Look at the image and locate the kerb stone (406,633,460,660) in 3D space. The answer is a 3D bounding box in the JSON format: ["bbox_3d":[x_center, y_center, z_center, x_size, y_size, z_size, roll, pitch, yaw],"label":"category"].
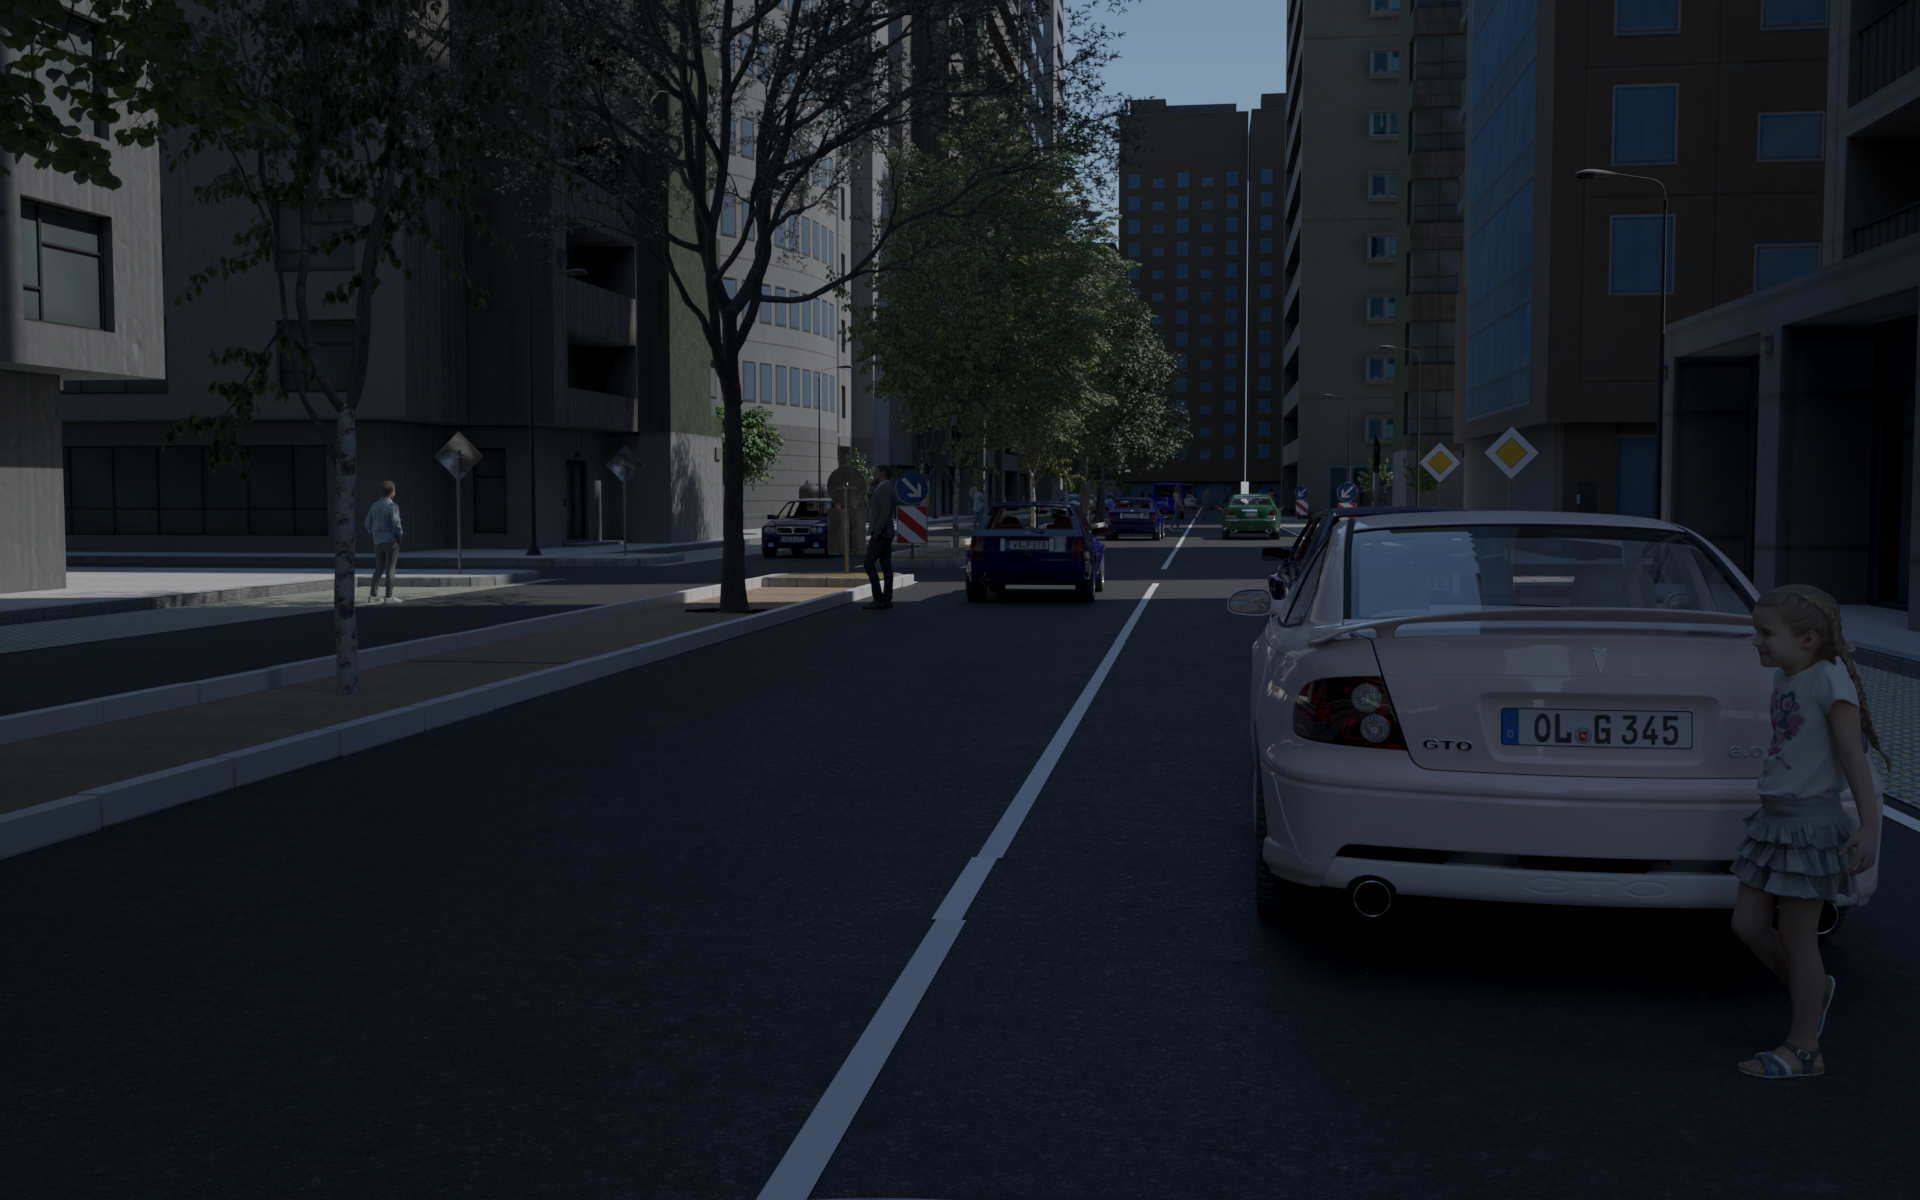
[{"bbox_3d":[-4.720,0.420,15.323,0.120,0.150,1.000,1,4,8],"label":"kerb stone"}]

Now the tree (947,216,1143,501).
[{"bbox_3d":[2.740,-8.177,61.910,9.928,11.665,9.643,0,3,0],"label":"tree"}]

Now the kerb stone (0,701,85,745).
[{"bbox_3d":[-5.442,0.732,10.252,0.120,0.150,1.000,1,4,8],"label":"kerb stone"}]

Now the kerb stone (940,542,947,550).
[{"bbox_3d":[-0.537,-1.347,44.253,0.120,0.150,1.000,1,4,8],"label":"kerb stone"}]

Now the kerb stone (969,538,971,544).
[{"bbox_3d":[0.196,-1.657,49.340,0.120,0.150,1.000,1,4,8],"label":"kerb stone"}]

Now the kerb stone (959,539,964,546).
[{"bbox_3d":[-0.099,-1.536,47.306,0.120,0.150,1.000,1,4,8],"label":"kerb stone"}]

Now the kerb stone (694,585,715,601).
[{"bbox_3d":[-3.544,-0.075,23.429,0.120,0.150,1.000,1,4,8],"label":"kerb stone"}]

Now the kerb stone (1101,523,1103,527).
[{"bbox_3d":[5.931,-3.194,74.418,0.120,0.150,1.000,1,4,8],"label":"kerb stone"}]

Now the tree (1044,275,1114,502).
[{"bbox_3d":[2.258,-6.121,52.897,4.737,8.622,4.395,0,3,0],"label":"tree"}]

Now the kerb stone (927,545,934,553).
[{"bbox_3d":[-0.832,-1.225,42.225,0.120,0.150,1.000,1,4,8],"label":"kerb stone"}]

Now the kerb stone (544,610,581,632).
[{"bbox_3d":[-4.277,0.235,18.357,0.120,0.150,1.000,1,4,8],"label":"kerb stone"}]

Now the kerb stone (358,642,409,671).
[{"bbox_3d":[-4.860,0.482,14.311,0.120,0.150,1.000,1,4,8],"label":"kerb stone"}]

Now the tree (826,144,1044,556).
[{"bbox_3d":[-0.745,-5.074,35.775,4.737,8.622,4.395,0,3,0],"label":"tree"}]

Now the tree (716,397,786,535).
[{"bbox_3d":[-7.160,-4.350,54.842,4.285,4.588,4.351,0,3,0],"label":"tree"}]

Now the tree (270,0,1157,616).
[{"bbox_3d":[-2.710,-6.573,20.302,12.009,13.543,11.850,0,3,0],"label":"tree"}]

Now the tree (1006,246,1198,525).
[{"bbox_3d":[5.615,-9.677,77.687,9.611,12.733,9.660,0,3,0],"label":"tree"}]

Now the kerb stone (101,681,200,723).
[{"bbox_3d":[-5.306,0.669,11.264,0.120,0.150,1.000,1,4,8],"label":"kerb stone"}]

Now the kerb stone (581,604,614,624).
[{"bbox_3d":[-4.126,0.173,19.370,0.120,0.150,1.000,1,4,8],"label":"kerb stone"}]

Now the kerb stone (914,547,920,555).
[{"bbox_3d":[-1.121,-1.101,40.197,0.120,0.150,1.000,1,4,8],"label":"kerb stone"}]

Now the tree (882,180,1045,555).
[{"bbox_3d":[-0.079,-5.355,40.367,4.360,8.622,3.978,0,3,0],"label":"tree"}]

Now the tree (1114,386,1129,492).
[{"bbox_3d":[4.387,-7.162,69.926,4.737,8.622,4.395,0,3,0],"label":"tree"}]

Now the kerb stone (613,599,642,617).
[{"bbox_3d":[-3.989,0.111,20.386,0.120,0.150,1.000,1,4,8],"label":"kerb stone"}]

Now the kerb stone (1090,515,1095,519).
[{"bbox_3d":[7.954,-4.949,103.125,0.120,0.150,1.000,1,4,8],"label":"kerb stone"}]

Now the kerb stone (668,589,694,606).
[{"bbox_3d":[-3.688,-0.014,22.417,0.120,0.150,1.000,1,4,8],"label":"kerb stone"}]

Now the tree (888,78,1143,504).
[{"bbox_3d":[0.986,-7.713,46.687,7.486,12.596,7.792,0,3,0],"label":"tree"}]

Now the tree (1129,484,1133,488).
[{"bbox_3d":[7.881,-8.679,94.727,4.737,8.622,4.395,0,3,0],"label":"tree"}]

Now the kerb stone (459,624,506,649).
[{"bbox_3d":[-4.569,0.364,16.335,0.120,0.150,1.000,1,4,8],"label":"kerb stone"}]

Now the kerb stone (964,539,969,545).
[{"bbox_3d":[0.050,-1.598,48.328,0.120,0.150,1.000,1,4,8],"label":"kerb stone"}]

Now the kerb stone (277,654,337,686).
[{"bbox_3d":[-5.000,0.545,13.292,0.120,0.150,1.000,1,4,8],"label":"kerb stone"}]

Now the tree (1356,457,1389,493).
[{"bbox_3d":[18.755,-5.133,78.531,1.663,3.219,1.824,0,3,0],"label":"tree"}]

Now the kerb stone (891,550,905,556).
[{"bbox_3d":[-1.419,-0.977,38.172,0.120,0.150,1.000,1,4,8],"label":"kerb stone"}]

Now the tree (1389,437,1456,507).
[{"bbox_3d":[15.871,-3.953,59.231,1.663,3.219,1.824,0,3,0],"label":"tree"}]

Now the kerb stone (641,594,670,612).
[{"bbox_3d":[-3.834,0.048,21.406,0.120,0.150,1.000,1,4,8],"label":"kerb stone"}]

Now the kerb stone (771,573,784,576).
[{"bbox_3d":[-2.959,-0.324,27.490,0.120,0.150,1.000,1,4,8],"label":"kerb stone"}]

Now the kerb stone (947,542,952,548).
[{"bbox_3d":[-0.397,-1.411,45.265,0.120,0.150,1.000,1,4,8],"label":"kerb stone"}]

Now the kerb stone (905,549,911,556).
[{"bbox_3d":[-1.277,-1.038,39.187,0.120,0.150,1.000,1,4,8],"label":"kerb stone"}]

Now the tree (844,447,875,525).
[{"bbox_3d":[-4.349,-4.676,71.056,1.663,3.219,1.824,0,3,0],"label":"tree"}]

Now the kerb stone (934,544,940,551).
[{"bbox_3d":[-0.686,-1.285,43.241,0.120,0.150,1.000,1,4,8],"label":"kerb stone"}]

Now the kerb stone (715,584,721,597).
[{"bbox_3d":[-3.397,-0.135,24.444,0.120,0.150,1.000,1,4,8],"label":"kerb stone"}]

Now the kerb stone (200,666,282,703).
[{"bbox_3d":[-5.146,0.612,12.281,0.120,0.150,1.000,1,4,8],"label":"kerb stone"}]

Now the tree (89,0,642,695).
[{"bbox_3d":[-4.351,-3.640,12.332,4.360,8.622,3.978,0,3,0],"label":"tree"}]

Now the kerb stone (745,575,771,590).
[{"bbox_3d":[-3.105,-0.260,26.475,0.120,0.150,1.000,1,4,8],"label":"kerb stone"}]

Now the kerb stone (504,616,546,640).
[{"bbox_3d":[-4.421,0.297,17.346,0.120,0.150,1.000,1,4,8],"label":"kerb stone"}]

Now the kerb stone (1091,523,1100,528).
[{"bbox_3d":[5.638,-3.069,72.381,0.120,0.150,1.000,1,4,8],"label":"kerb stone"}]

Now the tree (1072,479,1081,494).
[{"bbox_3d":[12.640,-11.778,187.165,1.663,3.219,1.824,0,3,0],"label":"tree"}]
